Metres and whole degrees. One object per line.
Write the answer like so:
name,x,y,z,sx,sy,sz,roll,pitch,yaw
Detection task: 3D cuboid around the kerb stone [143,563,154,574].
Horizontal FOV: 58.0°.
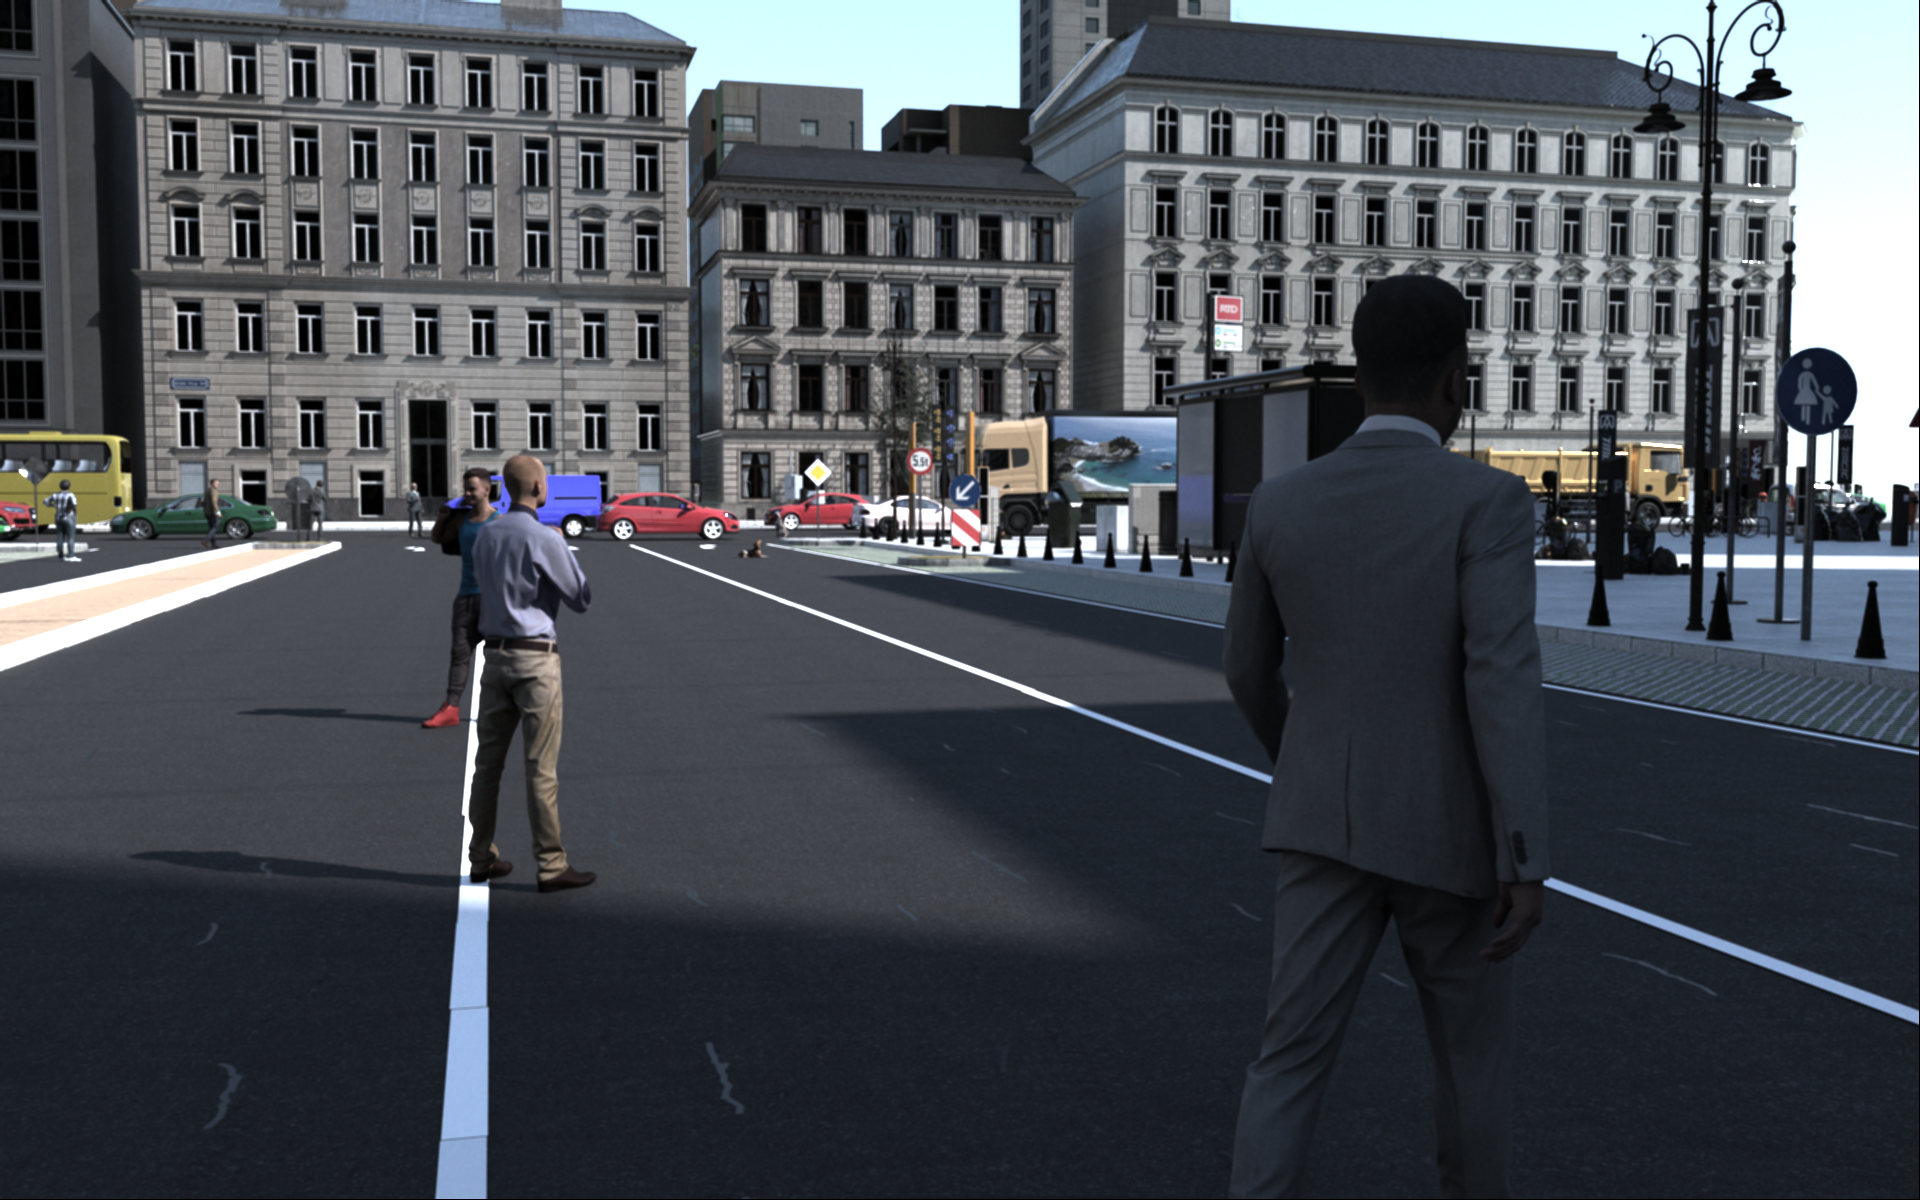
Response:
kerb stone,-14.591,-0.533,30.916,0.120,0.150,1.000,-1,4,-15

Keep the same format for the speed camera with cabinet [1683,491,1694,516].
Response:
speed camera with cabinet,39.678,-6.207,95.812,2.038,3.252,0.660,0,4,3

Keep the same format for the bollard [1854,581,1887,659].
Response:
bollard,7.142,0.151,13.570,0.229,0.601,0.229,0,3,0

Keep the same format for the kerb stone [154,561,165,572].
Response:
kerb stone,-14.853,-0.589,31.907,0.120,0.150,1.000,-1,4,-15

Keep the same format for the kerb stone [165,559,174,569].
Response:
kerb stone,-15.134,-0.653,32.895,0.120,0.150,1.000,-1,4,-15

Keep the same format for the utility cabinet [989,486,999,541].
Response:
utility cabinet,0.771,-2.380,47.587,0.318,1.500,1.173,-1,4,-17

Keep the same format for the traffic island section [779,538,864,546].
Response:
traffic island section,-3.989,-1.633,48.980,2.009,0.180,2.903,-1,4,-15

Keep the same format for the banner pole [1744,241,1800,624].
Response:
banner pole,8.258,-1.677,17.442,0.401,3.779,0.863,1,4,17

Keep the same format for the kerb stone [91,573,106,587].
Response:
kerb stone,-13.511,-0.288,26.955,0.120,0.150,1.000,-1,4,-15

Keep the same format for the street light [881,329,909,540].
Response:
street light,-1.838,-4.649,48.795,0.468,5.910,1.993,-1,4,-15

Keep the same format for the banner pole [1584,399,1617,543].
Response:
banner pole,16.786,-3.390,45.444,0.863,3.779,0.401,1,4,12

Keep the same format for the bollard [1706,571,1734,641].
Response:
bollard,6.690,0.049,15.236,0.229,0.601,0.229,0,3,0

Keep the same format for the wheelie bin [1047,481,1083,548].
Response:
wheelie bin,2.473,-2.042,41.293,0.693,1.594,0.980,2,4,35

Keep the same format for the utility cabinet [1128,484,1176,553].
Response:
utility cabinet,4.227,-1.748,37.252,1.173,1.500,0.318,-1,4,-13

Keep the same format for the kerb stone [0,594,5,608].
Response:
kerb stone,-12.169,0.013,21.985,0.120,0.150,1.000,-1,4,-15

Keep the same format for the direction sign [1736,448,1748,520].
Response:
direction sign,38.503,-5.717,85.469,0.379,3.537,0.876,-1,4,-18

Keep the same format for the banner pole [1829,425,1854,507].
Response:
banner pole,27.884,-3.970,54.924,0.863,3.779,0.401,1,4,10

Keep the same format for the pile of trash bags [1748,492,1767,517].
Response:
pile of trash bags,42.959,-5.045,92.235,1.912,1.369,3.447,1,4,15

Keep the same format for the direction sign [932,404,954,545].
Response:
direction sign,-0.431,-3.183,44.047,0.379,3.537,0.876,3,4,36

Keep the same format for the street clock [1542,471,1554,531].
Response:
street clock,18.293,-3.012,53.814,0.358,2.002,0.471,-1,4,-13

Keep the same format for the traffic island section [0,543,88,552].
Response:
traffic island section,-23.337,-1.314,43.763,2.009,0.180,2.903,-1,4,-15

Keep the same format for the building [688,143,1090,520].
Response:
building,-4.104,-13.822,90.624,19.286,19.102,10.561,-1,4,-15

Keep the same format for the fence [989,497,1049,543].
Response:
fence,1.893,-2.085,45.285,2.264,1.192,0.480,0,4,1

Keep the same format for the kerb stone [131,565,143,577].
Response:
kerb stone,-14.321,-0.469,29.926,0.120,0.150,1.000,-1,4,-15

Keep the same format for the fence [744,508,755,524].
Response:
fence,-8.939,-3.590,74.065,0.278,0.683,2.069,-1,4,-17

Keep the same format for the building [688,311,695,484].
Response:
building,-32.420,-29.193,249.007,14.107,30.474,14.160,-1,4,-15

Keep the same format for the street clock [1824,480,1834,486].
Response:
street clock,46.021,-5.333,91.766,0.358,2.002,0.471,-2,4,-27

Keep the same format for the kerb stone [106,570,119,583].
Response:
kerb stone,-13.786,-0.350,27.946,0.120,0.150,1.000,-1,4,-15

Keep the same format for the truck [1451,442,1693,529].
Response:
truck,23.411,-4.247,65.366,9.791,3.379,3.469,-1,4,-16

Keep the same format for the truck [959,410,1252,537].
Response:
truck,4.970,-4.293,59.106,11.283,4.237,2.839,-1,4,-14

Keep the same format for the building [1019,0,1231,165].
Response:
building,17.053,-46.410,197.052,20.611,71.187,20.563,-1,4,-15

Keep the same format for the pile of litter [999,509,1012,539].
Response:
pile of litter,0.885,-2.181,49.623,1.176,0.858,1.719,-1,4,-11

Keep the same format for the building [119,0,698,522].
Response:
building,-26.120,-17.606,85.124,25.104,27.353,12.463,-1,4,-15

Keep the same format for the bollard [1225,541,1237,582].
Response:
bollard,3.977,-0.564,25.258,0.229,0.601,0.229,0,3,0

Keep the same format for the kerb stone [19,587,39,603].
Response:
kerb stone,-12.440,-0.046,22.973,0.120,0.150,1.000,-1,4,-15

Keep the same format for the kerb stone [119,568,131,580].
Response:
kerb stone,-14.053,-0.412,28.936,0.120,0.150,1.000,-1,4,-15

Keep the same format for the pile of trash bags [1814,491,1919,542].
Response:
pile of trash bags,24.511,-2.287,47.147,1.912,1.369,3.447,-1,4,-23

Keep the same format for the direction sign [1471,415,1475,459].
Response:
direction sign,14.809,-3.552,50.075,0.379,3.537,0.876,1,4,13

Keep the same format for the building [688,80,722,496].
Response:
building,-21.899,-32.994,189.557,14.600,45.320,14.200,-1,4,-15

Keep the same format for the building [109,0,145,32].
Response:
building,-69.270,-29.585,133.817,14.600,45.320,14.200,-1,4,-15

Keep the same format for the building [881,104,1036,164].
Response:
building,-0.435,-33.378,195.839,14.200,45.320,14.600,-1,4,-15

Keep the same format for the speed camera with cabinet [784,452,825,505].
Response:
speed camera with cabinet,-7.213,-5.267,80.454,2.038,3.252,0.660,3,4,36

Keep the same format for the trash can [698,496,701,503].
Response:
trash can,-18.596,-6.942,125.154,0.748,1.137,0.748,0,3,0

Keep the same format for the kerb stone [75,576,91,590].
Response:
kerb stone,-13.248,-0.226,25.957,0.120,0.150,1.000,-1,4,-15

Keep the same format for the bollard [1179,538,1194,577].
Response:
bollard,3.524,-0.666,26.926,0.229,0.601,0.229,0,3,0

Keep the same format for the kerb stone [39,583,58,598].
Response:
kerb stone,-12.710,-0.101,23.971,0.120,0.150,1.000,-1,4,-15

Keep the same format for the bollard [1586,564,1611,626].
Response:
bollard,6.239,-0.053,16.902,0.229,0.601,0.229,0,3,0

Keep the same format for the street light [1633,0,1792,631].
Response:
street light,6.928,-2.651,16.135,0.468,5.910,1.993,-1,4,-15

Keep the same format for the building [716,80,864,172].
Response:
building,-17.838,-30.126,176.155,14.154,41.232,14.086,-1,4,-15

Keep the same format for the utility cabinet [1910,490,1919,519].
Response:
utility cabinet,48.754,-4.903,88.835,1.173,1.500,0.318,1,4,15

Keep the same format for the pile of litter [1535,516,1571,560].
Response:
pile of litter,11.824,-1.224,33.980,1.176,0.858,1.719,-3,4,-36

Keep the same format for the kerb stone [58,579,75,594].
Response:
kerb stone,-12.980,-0.167,24.965,0.120,0.150,1.000,-1,4,-15

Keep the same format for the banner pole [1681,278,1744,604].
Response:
banner pole,8.890,-1.858,20.393,0.401,3.779,0.863,-3,4,-36

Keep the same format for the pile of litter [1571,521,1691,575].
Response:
pile of litter,11.022,-0.858,27.999,1.176,0.858,1.719,-3,5,-42

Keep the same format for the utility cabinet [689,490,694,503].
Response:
utility cabinet,-16.828,-5.929,105.614,1.173,1.500,0.318,-2,4,-25

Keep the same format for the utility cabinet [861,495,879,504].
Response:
utility cabinet,-4.050,-4.017,76.836,0.306,1.237,1.020,-3,5,-45

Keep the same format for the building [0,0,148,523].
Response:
building,-51.353,-17.473,79.187,24.014,27.812,14.314,-1,4,-15

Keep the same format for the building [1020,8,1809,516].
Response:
building,27.105,-19.931,102.293,44.131,29.872,17.030,-1,4,-15
